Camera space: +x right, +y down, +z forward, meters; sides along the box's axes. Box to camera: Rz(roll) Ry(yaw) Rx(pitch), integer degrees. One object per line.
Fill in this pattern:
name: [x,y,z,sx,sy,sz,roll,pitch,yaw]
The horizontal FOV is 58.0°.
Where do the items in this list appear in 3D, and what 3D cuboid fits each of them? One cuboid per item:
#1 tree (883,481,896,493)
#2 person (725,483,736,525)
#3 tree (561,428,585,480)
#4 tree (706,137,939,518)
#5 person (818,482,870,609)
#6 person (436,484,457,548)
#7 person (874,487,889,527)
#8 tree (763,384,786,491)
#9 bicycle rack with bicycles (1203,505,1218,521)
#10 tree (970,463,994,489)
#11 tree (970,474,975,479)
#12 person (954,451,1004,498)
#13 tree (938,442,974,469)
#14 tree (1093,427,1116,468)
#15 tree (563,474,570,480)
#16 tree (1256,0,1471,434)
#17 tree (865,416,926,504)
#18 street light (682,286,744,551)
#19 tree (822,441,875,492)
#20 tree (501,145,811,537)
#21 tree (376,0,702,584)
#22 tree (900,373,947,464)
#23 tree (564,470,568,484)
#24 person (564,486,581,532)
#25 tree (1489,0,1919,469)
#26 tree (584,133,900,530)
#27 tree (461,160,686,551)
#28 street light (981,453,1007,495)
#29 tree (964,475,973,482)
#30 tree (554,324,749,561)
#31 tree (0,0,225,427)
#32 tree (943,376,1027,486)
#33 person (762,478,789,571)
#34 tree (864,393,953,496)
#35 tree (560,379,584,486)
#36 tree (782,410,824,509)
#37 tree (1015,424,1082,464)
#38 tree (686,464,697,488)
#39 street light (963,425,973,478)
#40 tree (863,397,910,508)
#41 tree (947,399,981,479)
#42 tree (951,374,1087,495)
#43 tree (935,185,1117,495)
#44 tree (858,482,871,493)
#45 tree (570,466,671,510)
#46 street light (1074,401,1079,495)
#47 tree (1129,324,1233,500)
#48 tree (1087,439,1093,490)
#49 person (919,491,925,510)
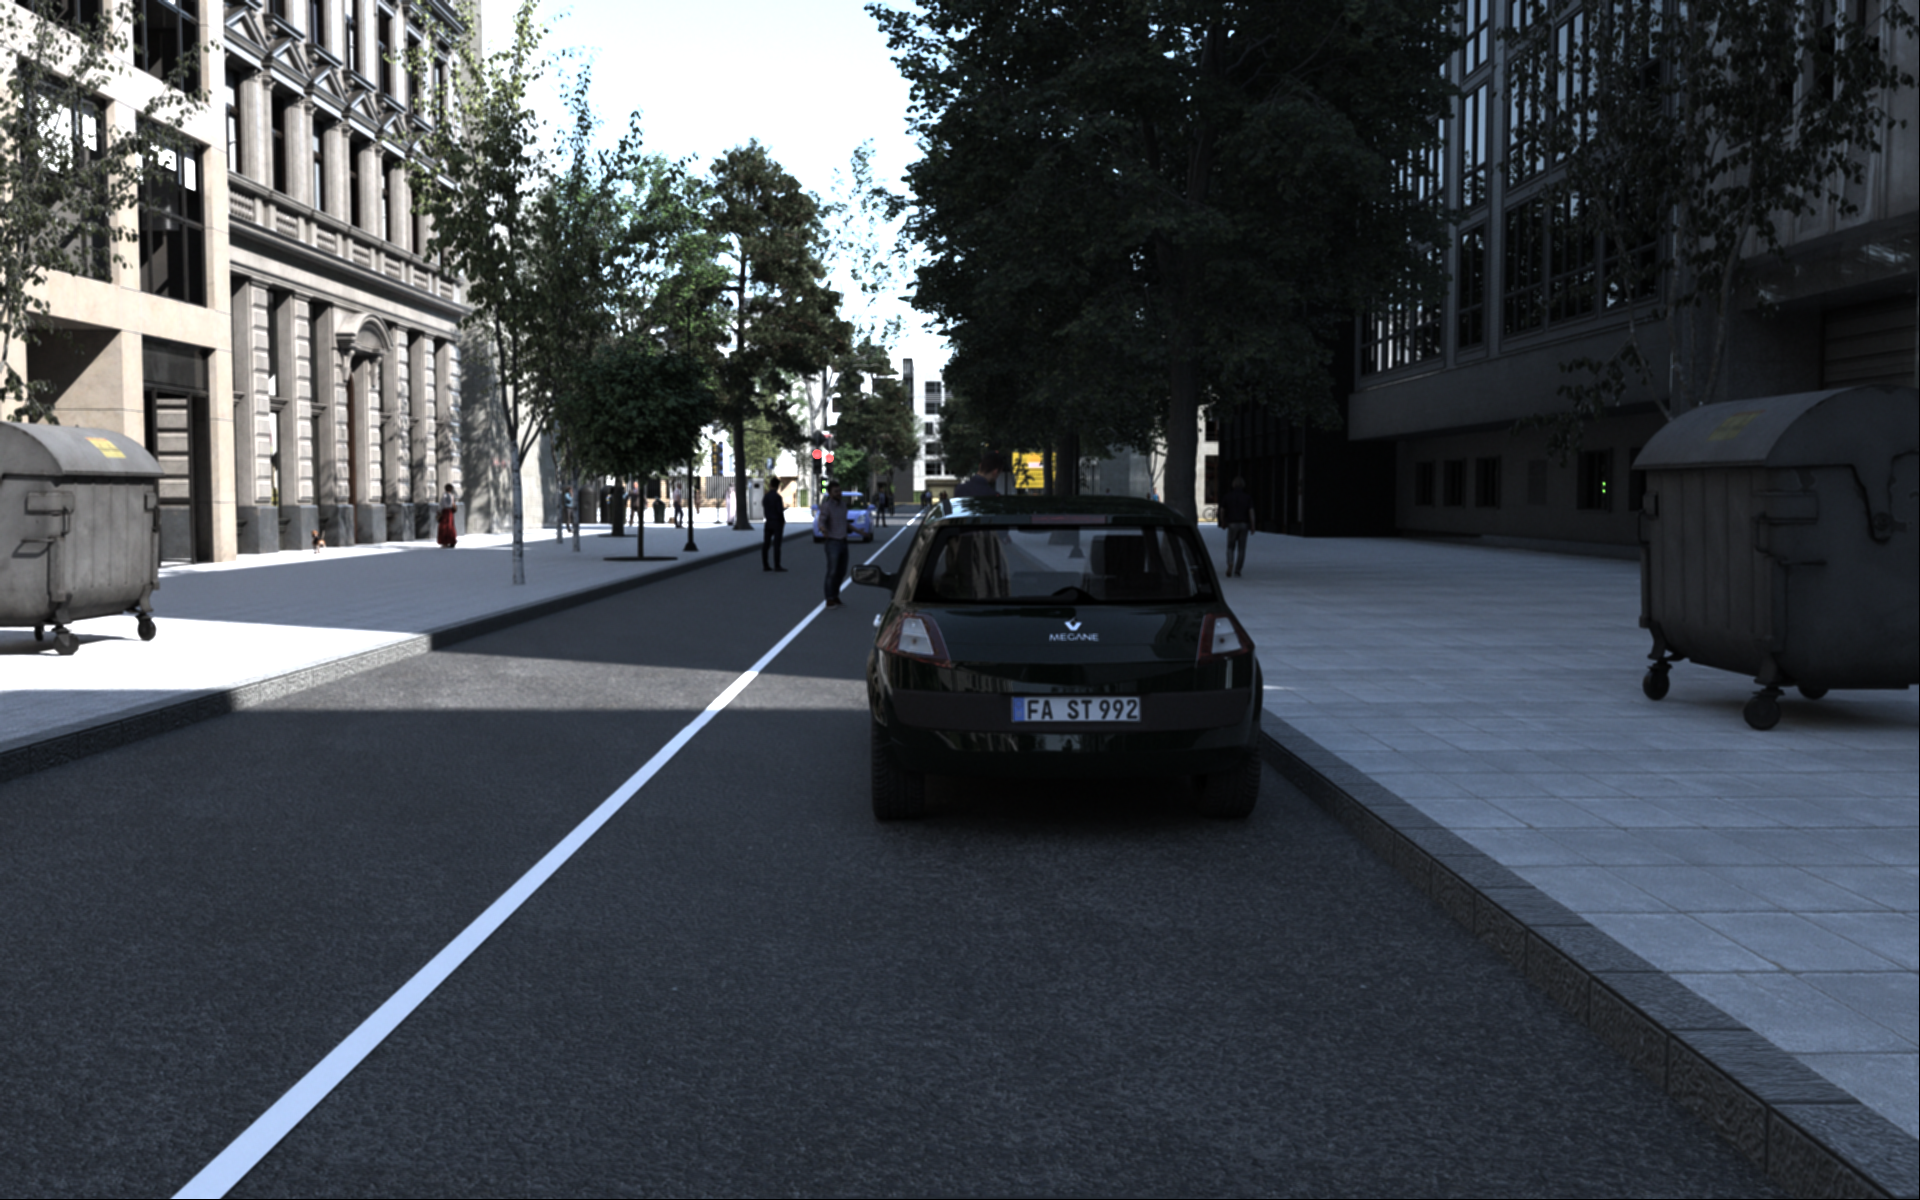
tree: [-9.257,-14.343,229.100,1.663,3.219,1.824,0,3,0]
person: [-9.370,-3.936,71.071,0.551,1.740,0.621,0,4,4]
tree: [-24.856,-11.243,105.873,6.751,12.117,7.091,0,3,0]
tree: [-7.234,-14.494,92.868,12.611,20.169,13.585,0,3,0]
person: [-1.553,-0.693,21.790,0.435,1.587,0.963,2,4,28]
person: [-12.234,-2.006,41.304,0.387,1.526,0.523,1,4,21]
person: [-3.400,-4.035,75.298,0.655,1.722,0.431,-1,4,-21]
tree: [-13.121,-9.925,112.640,4.737,8.622,4.395,0,3,0]
bicycle rack with bicycles: [13.264,-4.258,82.992,2.925,0.926,2.852,1,4,16]
tree: [2.407,-9.341,136.431,4.285,4.588,4.351,0,3,0]
tree: [1.162,-9.556,150.846,1.663,3.219,1.824,0,3,0]
person: [0.199,-0.287,13.643,0.568,1.767,0.683,-3,5,-44]
tree: [1.913,-14.813,176.601,8.767,10.594,7.601,0,4,-4]
tree: [7.368,-9.394,103.957,4.360,8.622,3.978,0,3,0]
tree: [-30.972,-14.139,149.302,7.486,12.596,7.792,0,3,0]
tree: [3.391,-7.322,26.378,9.857,13.997,8.962,0,3,0]
tree: [-8.137,-16.919,202.380,9.928,11.665,9.643,0,3,0]
street light: [-5.517,-4.052,38.788,1.470,5.913,1.316,0,4,-1]
tree: [-6.963,-7.544,107.061,4.285,4.588,4.351,0,3,0]
tree: [-10.165,-7.708,51.779,9.928,11.665,9.643,0,3,0]
tree: [-6.077,-4.523,24.321,4.737,8.622,4.395,0,3,0]
tree: [-6.727,-14.143,138.666,7.806,13.903,7.818,0,3,0]
tree: [-26.375,-11.150,116.720,8.767,10.594,7.601,1,4,21]
person: [-13.042,-3.043,58.007,0.429,1.552,0.499,3,5,42]
tree: [6.370,-3.946,14.874,4.360,8.622,3.978,0,3,0]
tree: [-7.779,-9.440,61.771,7.806,13.903,7.818,0,3,0]
tree: [-8.610,-5.383,38.370,4.360,8.622,3.978,0,3,0]
street light: [1.445,-6.229,74.392,1.470,5.913,1.316,0,4,-1]
tree: [1.389,-19.623,231.206,12.009,13.543,11.850,0,3,0]
tree: [-6.295,-3.056,33.686,4.285,4.588,4.351,0,3,0]
tree: [-10.074,-4.108,17.525,4.360,8.622,3.978,0,3,0]
tree: [2.167,-12.305,123.238,6.751,12.117,7.091,0,3,0]
person: [-3.407,-1.406,32.194,0.576,1.737,0.504,2,4,31]
tree: [-8.852,-18.605,214.566,12.009,13.543,11.850,0,3,0]
tree: [-21.442,-11.560,96.430,7.806,13.903,7.818,0,3,0]
tree: [-13.524,-12.070,147.712,4.360,8.622,3.978,0,3,0]
tree: [4.479,-8.797,94.188,4.737,8.622,4.395,0,3,0]
tree: [-17.601,-9.476,105.295,4.360,8.622,3.978,0,3,0]
street light: [0.933,-8.846,117.167,1.470,5.913,1.316,0,4,-1]
tree: [-8.031,-13.724,158.803,7.601,10.594,8.767,1,4,14]
tree: [1.393,-15.783,165.471,7.806,13.903,7.818,0,3,0]
tree: [2.005,-7.264,69.131,4.360,8.622,3.978,0,3,0]
tree: [2.729,-8.666,59.810,7.486,12.596,7.792,0,3,0]
tree: [-8.592,-9.478,149.564,1.663,3.219,1.824,0,3,0]
tree: [-25.135,-13.384,136.960,7.486,12.596,7.792,0,3,0]
street light: [1.804,-3.798,34.645,1.470,5.913,1.316,0,4,-1]
tree: [6.539,-6.203,51.783,4.737,8.622,4.395,0,3,0]
tree: [4.603,-8.486,89.101,4.360,8.622,3.978,0,3,0]
person: [-3.436,-9.060,157.558,0.530,1.710,0.541,0,4,-1]
